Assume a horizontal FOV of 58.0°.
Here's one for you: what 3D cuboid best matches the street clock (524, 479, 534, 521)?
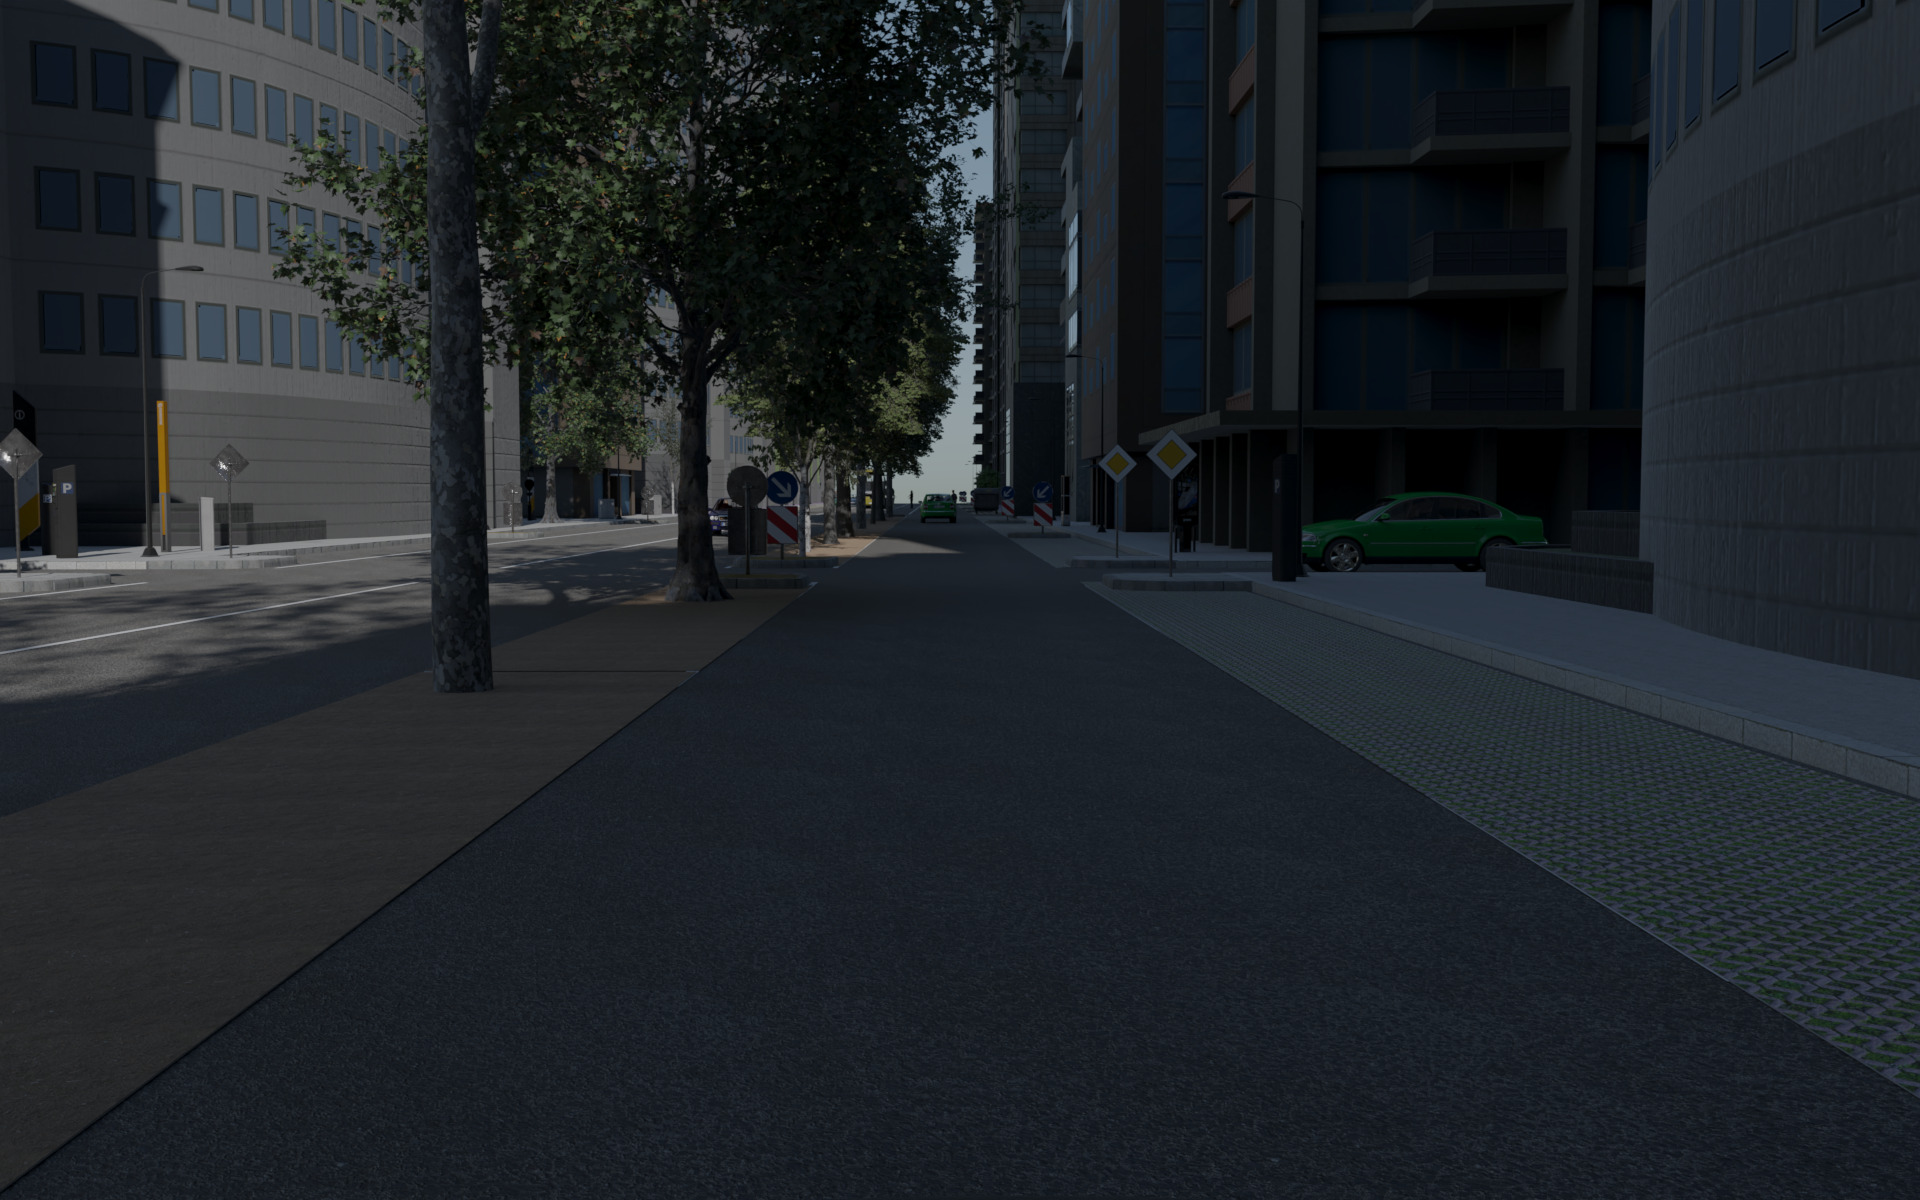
[{"bbox_3d":[-20.638,-4.798,83.021,0.471,2.002,0.358,-1,4,-15],"label":"street clock"}]

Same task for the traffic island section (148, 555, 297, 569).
[{"bbox_3d":[-14.566,-0.751,34.560,2.009,0.180,2.903,0,4,-1],"label":"traffic island section"}]

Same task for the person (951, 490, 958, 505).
[{"bbox_3d":[-0.627,-7.669,134.411,0.750,1.759,0.617,-2,4,-33],"label":"person"}]

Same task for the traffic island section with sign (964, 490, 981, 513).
[{"bbox_3d":[1.518,-7.707,134.631,1.989,1.847,2.006,0,4,-1],"label":"traffic island section with sign"}]

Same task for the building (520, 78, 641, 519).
[{"bbox_3d":[-26.004,-27.270,95.978,14.600,45.320,14.200,0,4,-1],"label":"building"}]

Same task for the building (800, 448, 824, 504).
[{"bbox_3d":[-26.913,-35.018,256.135,14.154,41.232,14.086,0,4,-1],"label":"building"}]

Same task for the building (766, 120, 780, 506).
[{"bbox_3d":[-25.680,-29.894,172.367,14.154,41.232,14.086,0,4,-1],"label":"building"}]

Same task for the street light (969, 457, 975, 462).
[{"bbox_3d":[2.164,-14.946,216.907,1.470,5.913,1.316,0,4,-1],"label":"street light"}]

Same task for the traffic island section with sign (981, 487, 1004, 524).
[{"bbox_3d":[2.181,-4.621,84.174,1.989,1.847,2.006,0,4,-1],"label":"traffic island section with sign"}]

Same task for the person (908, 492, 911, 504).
[{"bbox_3d":[-7.135,-14.886,251.960,0.705,1.814,1.350,-3,4,-36],"label":"person"}]

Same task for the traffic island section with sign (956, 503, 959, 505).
[{"bbox_3d":[0.411,-12.746,217.017,1.989,1.847,2.006,0,4,-1],"label":"traffic island section with sign"}]

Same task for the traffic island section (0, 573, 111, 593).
[{"bbox_3d":[-14.459,-0.263,26.576,2.009,0.180,2.903,0,4,-1],"label":"traffic island section"}]

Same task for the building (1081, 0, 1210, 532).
[{"bbox_3d":[12.009,-25.276,63.371,14.600,45.320,14.200,0,4,-1],"label":"building"}]

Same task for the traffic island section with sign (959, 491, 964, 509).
[{"bbox_3d":[1.156,-9.355,161.584,1.989,1.847,2.006,0,4,-1],"label":"traffic island section with sign"}]

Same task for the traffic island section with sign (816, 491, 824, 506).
[{"bbox_3d":[-16.991,-12.714,216.493,1.989,1.847,2.006,0,4,-1],"label":"traffic island section with sign"}]

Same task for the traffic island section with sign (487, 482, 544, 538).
[{"bbox_3d":[-14.873,-2.976,57.284,1.989,1.847,2.006,0,4,-1],"label":"traffic island section with sign"}]

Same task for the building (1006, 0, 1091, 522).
[{"bbox_3d":[14.295,-47.708,92.690,22.319,86.520,31.000,0,4,-1],"label":"building"}]

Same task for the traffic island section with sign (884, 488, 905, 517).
[{"bbox_3d":[-4.483,-6.199,109.496,2.006,1.907,1.989,0,4,-1],"label":"traffic island section with sign"}]

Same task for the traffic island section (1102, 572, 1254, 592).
[{"bbox_3d":[3.281,-0.277,26.807,2.009,0.180,2.903,0,4,-1],"label":"traffic island section"}]

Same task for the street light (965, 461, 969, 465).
[{"bbox_3d":[1.770,-16.543,243.015,1.470,5.913,1.316,0,4,-1],"label":"street light"}]

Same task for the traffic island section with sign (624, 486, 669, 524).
[{"bbox_3d":[-15.240,-4.635,84.416,1.989,1.847,2.006,0,4,-1],"label":"traffic island section with sign"}]

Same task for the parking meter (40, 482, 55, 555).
[{"bbox_3d":[-19.093,-1.710,36.370,0.372,1.533,0.369,0,3,0],"label":"parking meter"}]

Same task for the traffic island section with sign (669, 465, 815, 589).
[{"bbox_3d":[-3.381,-1.151,26.957,2.006,1.907,1.989,0,4,-1],"label":"traffic island section with sign"}]

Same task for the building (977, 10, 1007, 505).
[{"bbox_3d":[12.653,-48.368,229.062,20.563,71.187,20.611,0,4,-1],"label":"building"}]

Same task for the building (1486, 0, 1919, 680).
[{"bbox_3d":[17.079,-28.711,11.422,21.231,58.520,28.212,0,4,-1],"label":"building"}]

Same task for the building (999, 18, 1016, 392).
[{"bbox_3d":[18.501,-35.624,171.690,28.713,52.752,27.495,0,4,-1],"label":"building"}]

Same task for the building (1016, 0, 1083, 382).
[{"bbox_3d":[10.836,-26.740,120.785,14.154,41.232,14.086,0,4,-1],"label":"building"}]

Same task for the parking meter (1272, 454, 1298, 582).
[{"bbox_3d":[4.769,-1.207,25.442,0.255,1.863,0.399,-1,4,-11],"label":"parking meter"}]

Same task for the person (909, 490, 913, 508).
[{"bbox_3d":[-4.873,-10.099,173.637,0.705,1.822,1.348,-1,4,-16],"label":"person"}]

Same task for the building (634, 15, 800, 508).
[{"bbox_3d":[-30.831,-40.621,206.157,21.231,58.520,28.212,0,4,-1],"label":"building"}]

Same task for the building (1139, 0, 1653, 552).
[{"bbox_3d":[19.630,-23.893,45.283,28.867,44.769,22.147,0,4,-1],"label":"building"}]

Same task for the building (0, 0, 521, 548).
[{"bbox_3d":[-27.645,-31.224,52.504,21.231,58.520,28.212,0,4,-1],"label":"building"}]

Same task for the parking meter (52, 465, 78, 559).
[{"bbox_3d":[-17.837,-1.761,34.506,0.255,1.863,0.399,3,5,44],"label":"parking meter"}]

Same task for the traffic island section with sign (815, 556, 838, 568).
[{"bbox_3d":[-3.471,-1.604,34.364,2.006,1.907,1.989,0,4,-1],"label":"traffic island section with sign"}]

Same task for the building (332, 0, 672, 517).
[{"bbox_3d":[-28.627,-35.506,122.527,21.231,58.520,28.212,0,4,-1],"label":"building"}]

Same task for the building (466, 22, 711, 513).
[{"bbox_3d":[-28.866,-37.229,150.686,21.231,58.520,28.212,0,4,-1],"label":"building"}]

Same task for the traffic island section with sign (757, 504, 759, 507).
[{"bbox_3d":[-15.899,-7.688,134.329,1.989,1.847,2.006,0,4,-1],"label":"traffic island section with sign"}]

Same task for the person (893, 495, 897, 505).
[{"bbox_3d":[-8.911,-13.796,234.748,0.721,1.739,1.217,-2,4,-28],"label":"person"}]

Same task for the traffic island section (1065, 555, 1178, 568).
[{"bbox_3d":[3.174,-0.765,34.792,2.009,0.180,2.903,0,4,-1],"label":"traffic island section"}]

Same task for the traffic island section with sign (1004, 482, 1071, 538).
[{"bbox_3d":[2.561,-2.939,56.677,1.989,1.847,2.006,0,4,-1],"label":"traffic island section with sign"}]

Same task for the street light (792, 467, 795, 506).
[{"bbox_3d":[-18.122,-13.547,194.042,1.470,5.913,1.316,0,4,-1],"label":"street light"}]

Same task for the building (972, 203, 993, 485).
[{"bbox_3d":[13.013,-36.694,254.568,22.147,44.769,28.867,0,4,-1],"label":"building"}]
